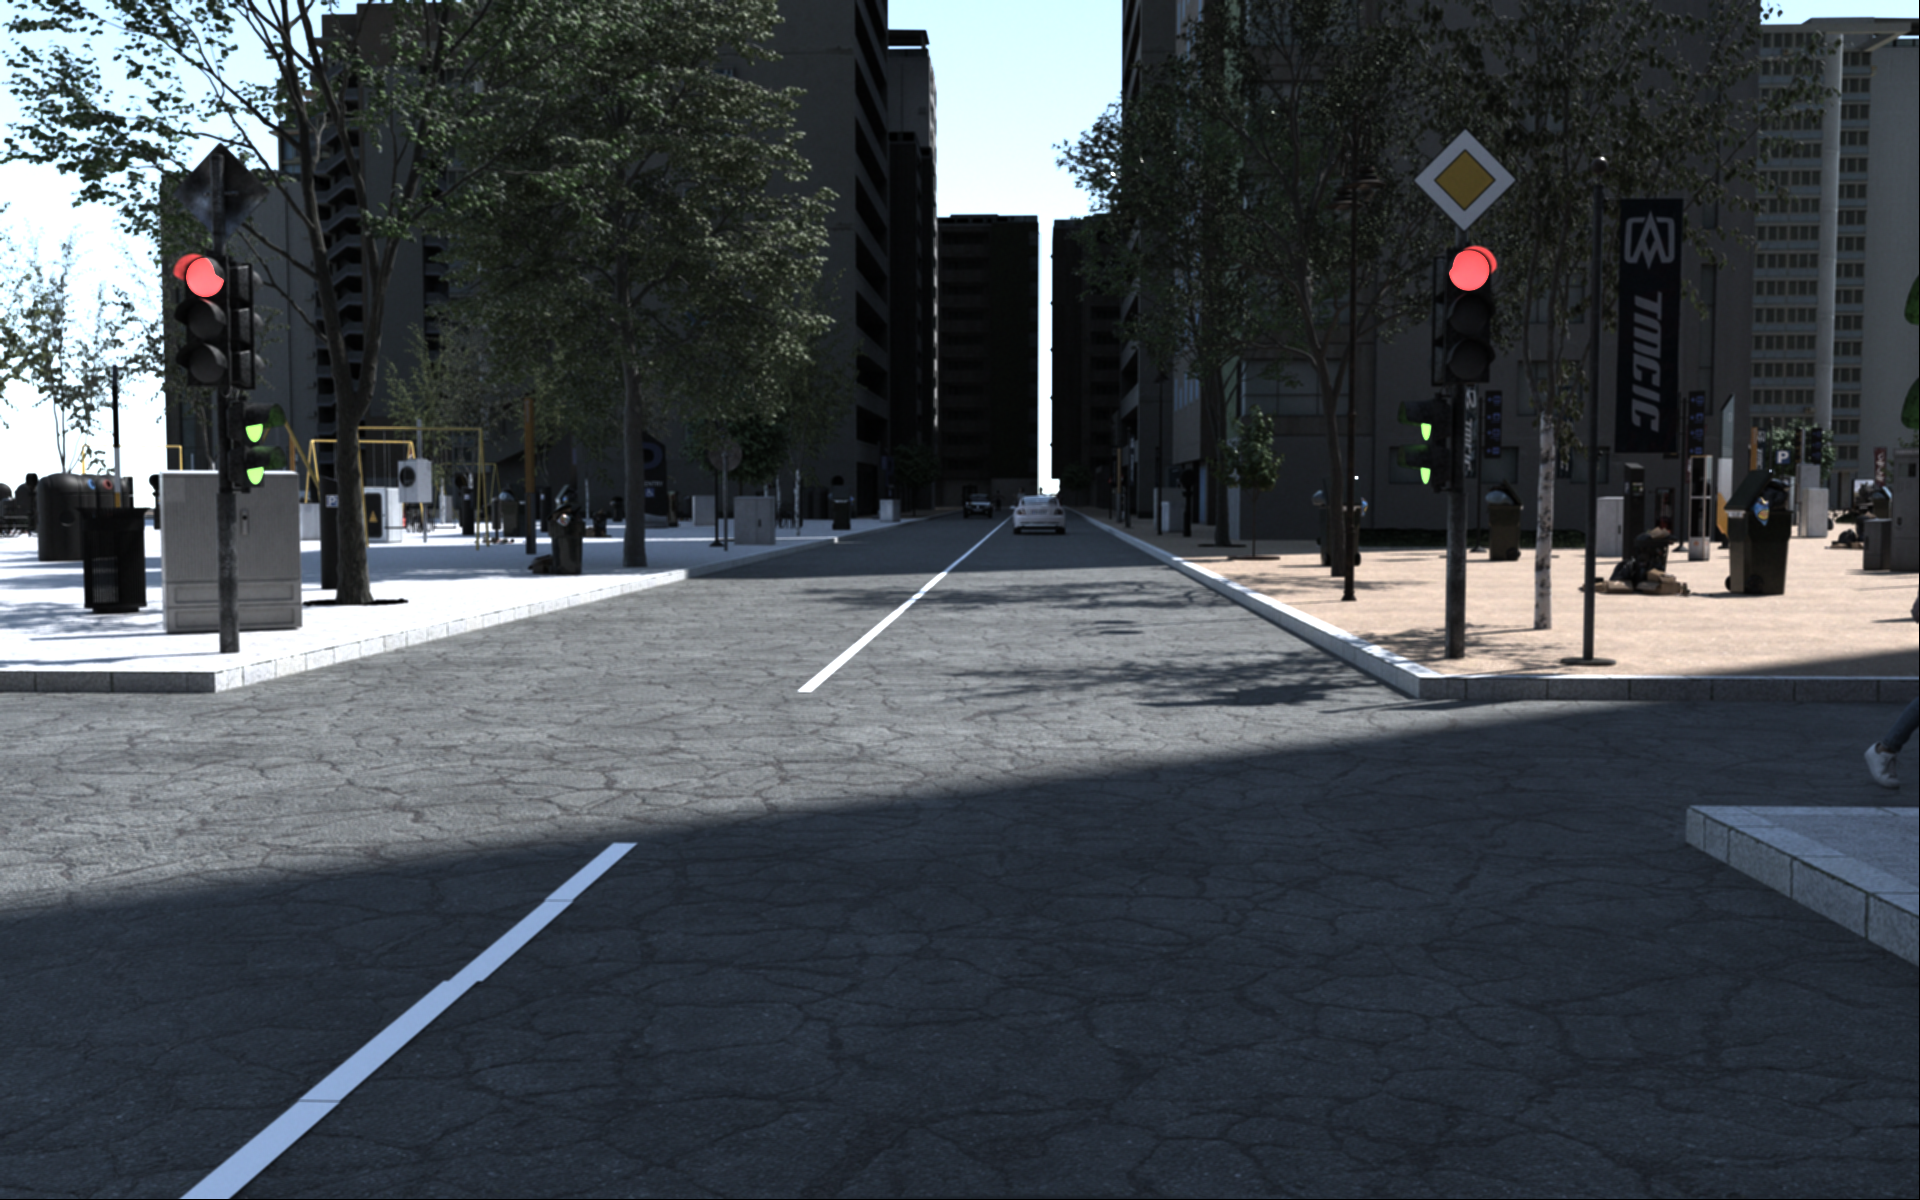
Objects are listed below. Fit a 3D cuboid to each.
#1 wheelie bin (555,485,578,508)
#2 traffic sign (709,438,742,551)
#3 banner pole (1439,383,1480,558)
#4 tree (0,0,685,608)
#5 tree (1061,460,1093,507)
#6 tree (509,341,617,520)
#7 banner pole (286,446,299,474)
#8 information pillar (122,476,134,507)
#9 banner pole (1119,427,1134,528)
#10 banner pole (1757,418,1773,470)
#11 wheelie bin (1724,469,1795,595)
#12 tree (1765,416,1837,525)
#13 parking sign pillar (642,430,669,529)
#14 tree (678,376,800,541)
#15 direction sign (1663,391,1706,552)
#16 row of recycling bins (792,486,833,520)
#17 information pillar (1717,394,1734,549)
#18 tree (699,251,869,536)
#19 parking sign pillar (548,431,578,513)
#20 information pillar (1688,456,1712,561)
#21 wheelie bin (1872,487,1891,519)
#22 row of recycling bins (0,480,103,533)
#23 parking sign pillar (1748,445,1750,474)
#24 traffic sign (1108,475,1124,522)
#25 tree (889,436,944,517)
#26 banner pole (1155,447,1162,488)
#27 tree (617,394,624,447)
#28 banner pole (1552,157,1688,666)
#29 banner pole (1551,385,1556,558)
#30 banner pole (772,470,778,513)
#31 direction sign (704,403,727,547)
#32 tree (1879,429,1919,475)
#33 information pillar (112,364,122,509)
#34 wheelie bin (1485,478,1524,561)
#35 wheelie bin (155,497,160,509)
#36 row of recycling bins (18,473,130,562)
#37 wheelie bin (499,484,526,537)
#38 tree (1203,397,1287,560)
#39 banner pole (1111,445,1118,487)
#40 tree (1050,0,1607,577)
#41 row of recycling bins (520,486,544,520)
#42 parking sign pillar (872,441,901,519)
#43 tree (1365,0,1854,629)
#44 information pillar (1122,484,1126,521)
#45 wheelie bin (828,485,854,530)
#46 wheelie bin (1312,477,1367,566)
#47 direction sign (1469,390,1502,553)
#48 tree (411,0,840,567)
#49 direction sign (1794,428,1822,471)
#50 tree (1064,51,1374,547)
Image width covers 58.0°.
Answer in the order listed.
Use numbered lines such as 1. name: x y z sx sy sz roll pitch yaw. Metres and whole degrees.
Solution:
1. wheelie bin: -13.619 -3.187 60.020 0.693 1.594 0.980 -2 4 -28
2. traffic sign: -5.278 -2.377 38.964 0.768 2.556 0.104 0 4 6
3. banner pole: 10.025 -2.733 34.708 0.401 3.779 0.863 -3 4 -37
4. tree: -7.030 -5.763 19.982 9.928 11.665 9.643 0 3 0
5. tree: 11.176 -11.148 165.984 4.285 4.588 4.351 0 3 0
6. tree: -18.722 -7.871 79.058 4.737 8.622 4.395 0 3 0
7. banner pole: -34.882 -6.141 90.427 0.863 3.779 0.401 1 4 10
8. information pillar: -33.877 -4.042 70.570 0.304 2.012 0.304 2 4 34
9. banner pole: 6.382 -4.568 64.704 0.401 3.779 0.863 -1 4 -12
10. banner pole: 26.636 -4.123 57.421 0.863 3.779 0.401 -1 4 -9
11. wheelie bin: 10.296 -0.881 22.318 0.693 1.594 0.980 0 4 1
12. tree: 35.195 -5.446 72.756 4.285 4.588 4.351 0 3 0
13. parking sign pillar: -11.677 -4.678 64.962 1.447 3.967 1.447 -1 4 -17
14. tree: -5.960 -3.911 47.655 4.285 4.588 4.351 0 3 0
15. direction sign: 15.981 -2.831 38.284 0.876 3.537 0.379 3 5 43
16. row of recycling bins: -7.201 -4.915 87.476 3.534 1.692 1.069 3 5 44
17. information pillar: 17.827 -2.996 40.335 0.504 3.616 0.183 -3 4 -37
18. tree: -4.956 -6.302 53.405 4.737 8.622 4.395 0 3 0
19. parking sign pillar: -17.098 -5.264 74.534 1.447 3.967 1.447 2 4 32
20. information pillar: 14.194 -1.757 33.215 0.304 2.012 0.304 3 5 44
21. wheelie bin: 36.325 -3.687 68.195 0.693 1.594 0.980 3 5 42
22. row of recycling bins: -32.883 -3.365 62.123 3.534 1.692 1.069 -1 4 -21
23. parking sign pillar: 35.126 -5.454 77.646 1.447 3.967 1.447 0 4 -4
24. traffic sign: 7.333 -4.942 80.803 0.884 2.594 0.081 1 4 11
25. tree: -2.623 -6.988 97.968 4.285 4.588 4.351 0 3 0
26. banner pole: 9.311 -5.570 81.082 0.401 3.779 0.863 2 4 30
27. tree: -17.953 -8.188 84.243 4.737 8.622 4.395 0 3 0
28. banner pole: 4.981 -1.404 12.977 0.863 3.779 0.401 0 4 2
29. banner pole: 12.151 -2.759 35.123 0.863 3.779 0.401 -2 4 -29
30. banner pole: -9.340 -5.960 87.460 0.401 3.779 0.863 1 4 18
31. direction sign: -5.949 -3.075 42.266 0.379 3.537 0.876 -3 5 -45
32. tree: 27.824 -3.431 50.706 1.663 3.219 1.824 0 3 0
33. information pillar: -15.148 -2.433 31.128 0.183 3.616 0.504 -2 4 -24
34. wheelie bin: 10.509 -1.562 33.445 0.693 1.594 0.980 1 4 21
35. wheelie bin: -31.764 -3.767 69.495 0.693 1.594 0.980 1 4 9
36. row of recycling bins: -17.489 -1.678 34.546 1.069 1.692 3.534 -1 4 -9
37. wheelie bin: -13.403 -2.694 51.953 0.693 1.594 0.980 1 4 12
38. tree: 5.876 -2.416 34.095 1.663 3.219 1.824 0 3 0
39. banner pole: 7.087 -5.402 78.343 0.401 3.779 0.863 3 5 43
40. tree: 5.880 -5.662 26.981 8.767 10.594 7.601 -1 4 -10
41. row of recycling bins: -21.431 -4.854 86.470 1.069 1.692 3.534 0 4 7
42. parking sign pillar: -3.773 -6.134 88.755 1.447 3.967 1.447 1 4 21
43. tree: 5.782 -4.027 16.198 4.360 8.622 3.978 0 3 0
44. information pillar: 7.719 -4.766 82.413 0.304 2.012 0.304 1 4 13
45. wheelie bin: -4.270 -3.322 62.229 0.980 1.594 0.693 0 4 3
46. wheelie bin: 6.791 -1.420 31.126 0.980 1.594 0.693 0 4 -3
47. direction sign: 11.416 -2.817 38.047 0.876 3.537 0.379 1 4 19
48. tree: -6.145 -6.867 30.409 7.486 12.596 7.792 0 3 0
49. direction sign: 29.124 -4.131 59.537 0.379 3.537 0.876 -3 5 -45
50. tree: 6.226 -7.104 41.902 9.928 11.665 9.643 0 3 0
